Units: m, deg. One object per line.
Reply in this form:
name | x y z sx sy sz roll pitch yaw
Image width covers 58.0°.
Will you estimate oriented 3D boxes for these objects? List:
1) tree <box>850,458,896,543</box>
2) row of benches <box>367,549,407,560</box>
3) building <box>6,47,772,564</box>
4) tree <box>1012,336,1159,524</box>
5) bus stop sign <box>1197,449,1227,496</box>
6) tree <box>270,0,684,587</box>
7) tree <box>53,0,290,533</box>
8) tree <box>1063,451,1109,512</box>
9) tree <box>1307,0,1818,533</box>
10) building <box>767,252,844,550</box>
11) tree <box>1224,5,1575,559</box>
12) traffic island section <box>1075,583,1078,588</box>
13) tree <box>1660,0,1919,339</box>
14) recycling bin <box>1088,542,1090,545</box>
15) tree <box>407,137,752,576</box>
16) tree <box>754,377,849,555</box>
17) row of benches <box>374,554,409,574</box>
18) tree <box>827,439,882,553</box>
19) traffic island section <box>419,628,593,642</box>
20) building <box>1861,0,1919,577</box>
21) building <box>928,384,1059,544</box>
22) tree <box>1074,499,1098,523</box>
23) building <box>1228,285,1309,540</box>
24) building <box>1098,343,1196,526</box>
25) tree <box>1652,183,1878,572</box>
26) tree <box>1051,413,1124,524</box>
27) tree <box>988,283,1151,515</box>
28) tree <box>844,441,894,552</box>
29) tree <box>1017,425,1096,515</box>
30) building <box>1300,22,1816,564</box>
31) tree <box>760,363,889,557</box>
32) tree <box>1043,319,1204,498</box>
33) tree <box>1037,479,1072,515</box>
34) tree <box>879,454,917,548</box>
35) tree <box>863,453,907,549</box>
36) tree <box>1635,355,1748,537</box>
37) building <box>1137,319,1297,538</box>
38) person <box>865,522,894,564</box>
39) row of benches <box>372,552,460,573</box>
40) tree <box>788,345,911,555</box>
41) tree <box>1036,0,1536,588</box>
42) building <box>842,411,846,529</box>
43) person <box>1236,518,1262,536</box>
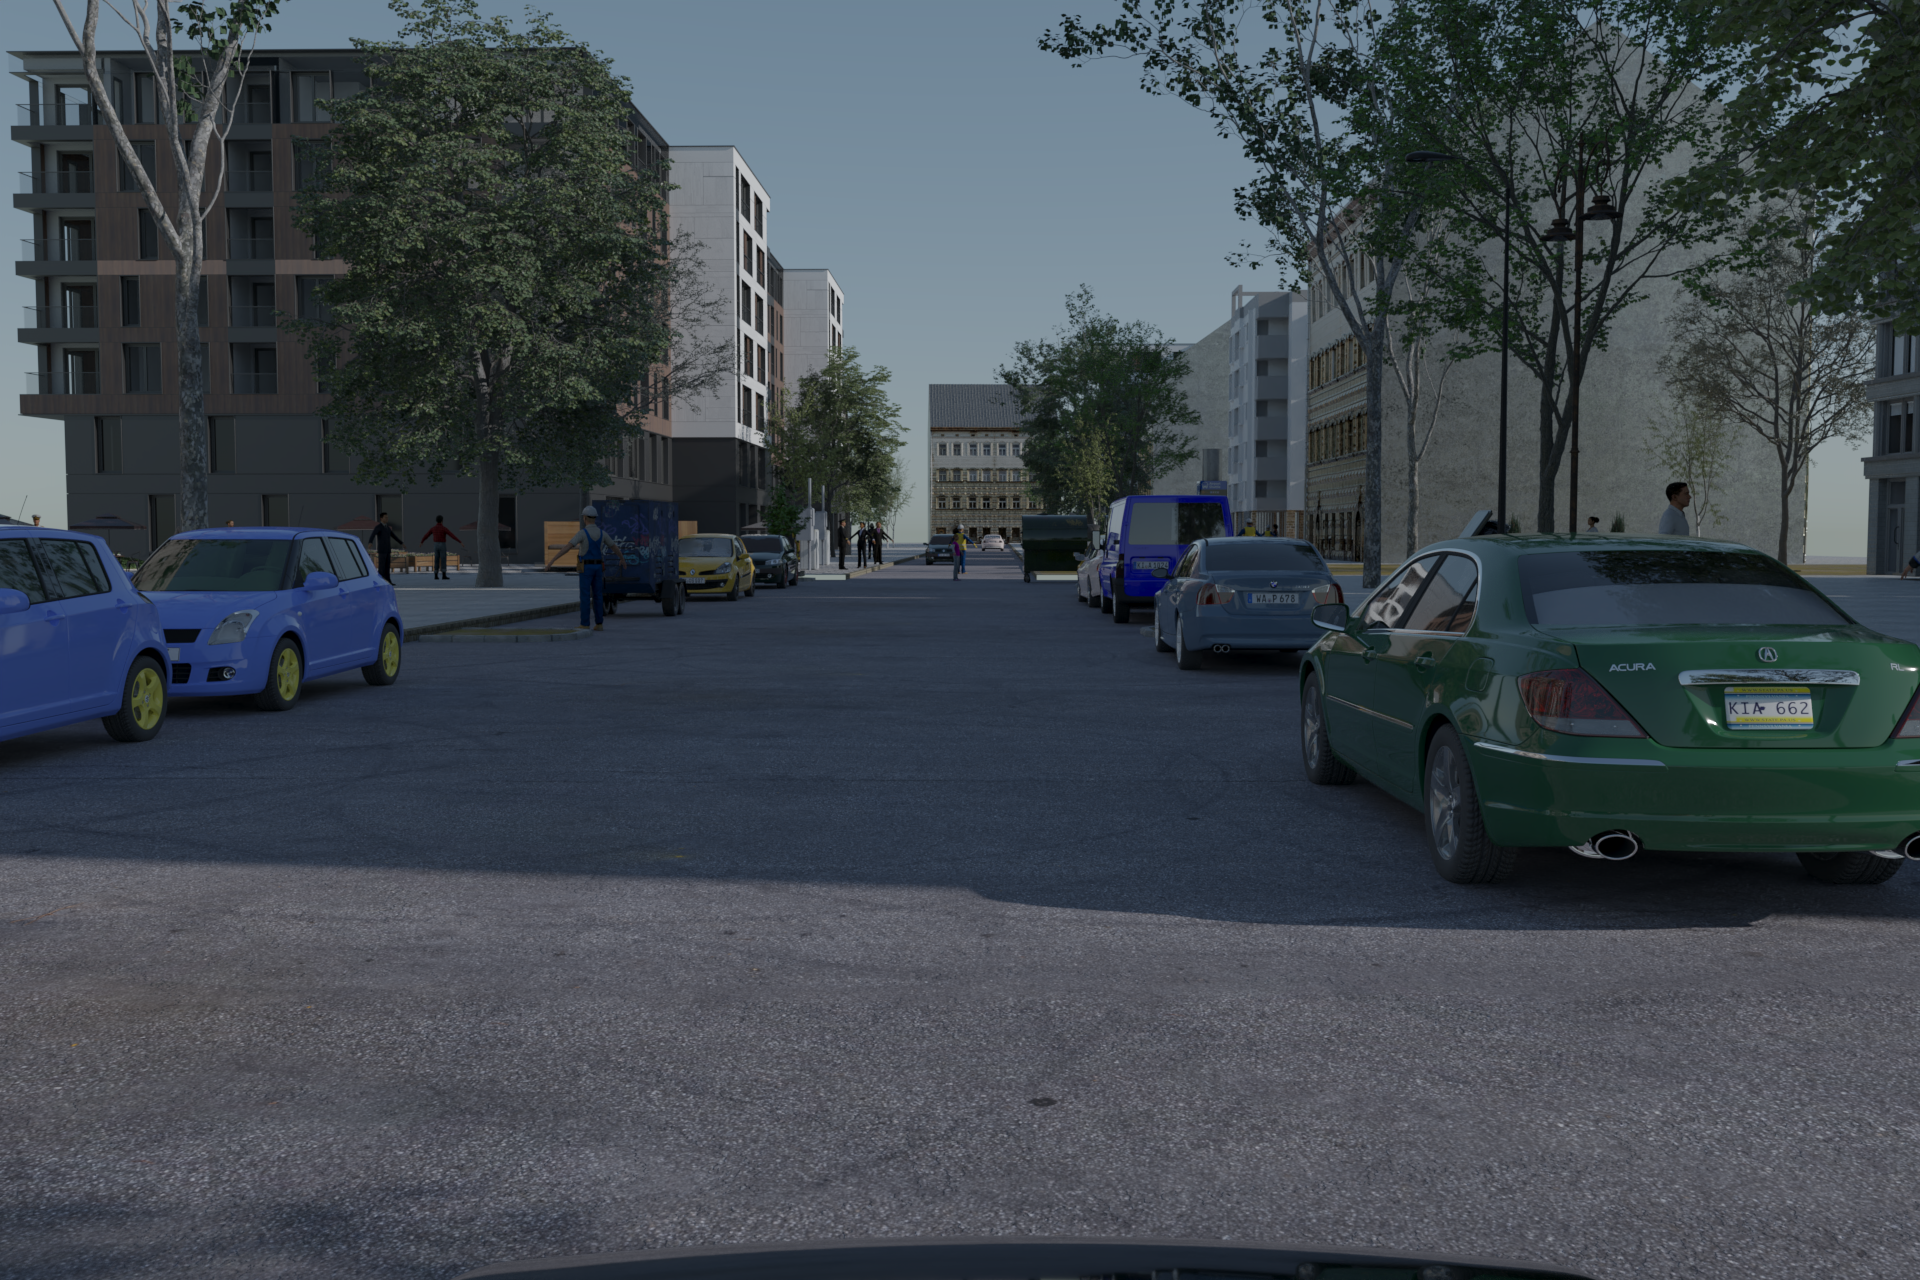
tree | -12.860 -20.333 250.572 7.486 12.596 7.792 0 3 0
row of benches | -23.422 -3.359 70.382 1.422 0.672 4.104 0 4 0
building | -25.839 -15.023 89.603 27.936 21.610 32.646 0 4 1
tree | 8.130 -12.382 109.093 9.857 13.997 8.962 0 3 0
bus stop sign | 7.788 -3.950 53.591 0.837 3.901 0.837 0 4 1
tree | -11.336 -8.260 41.711 9.857 13.997 8.962 0 3 0
tree | -12.965 -10.353 25.165 12.611 20.169 13.585 0 3 0
tree | 8.811 -10.381 120.089 4.737 8.622 4.395 0 3 0
tree | 9.619 -6.232 27.650 9.928 11.665 9.643 0 3 0
building | -24.119 -17.600 131.734 27.936 21.610 32.646 0 4 1
tree | 16.090 -12.701 63.555 12.611 20.169 13.585 0 3 0
traffic island section | 4.128 -1.462 46.769 1.991 0.108 1.994 0 4 1
tree | 8.499 -5.740 11.983 7.486 12.596 7.792 0 3 0
recycling bin | 4.272 -2.737 57.297 0.722 1.027 0.722 0 4 0
tree | -11.636 -8.734 53.168 12.009 13.543 11.850 0 3 0
tree | -7.542 -8.047 81.925 4.737 8.622 4.395 0 3 0
row of benches | -19.790 -2.442 55.395 4.104 0.672 1.422 -1 4 -18
tree | -7.502 -10.091 115.343 4.360 8.622 3.978 0 3 0
traffic island section | -6.169 -0.064 23.909 1.991 0.108 1.994 0 4 1
building | 30.139 -11.925 41.657 8.464 21.280 15.925 0 4 1
building | 4.497 -25.606 252.041 18.063 23.208 19.493 0 4 -2
tree | 20.241 -20.915 248.607 9.857 13.997 8.962 0 3 0
building | 25.727 -16.866 132.178 16.016 20.090 11.380 0 4 1
building | 29.895 -21.892 201.904 27.936 21.610 32.646 0 4 1
tree | 28.232 -9.079 58.810 12.009 13.543 11.850 0 3 0
tree | 7.595 -9.117 99.422 4.737 8.622 4.395 0 3 0
tree | 8.493 -16.983 133.567 12.611 20.169 13.585 0 3 0
tree | -6.912 -10.770 126.454 4.360 8.622 3.978 0 3 0
tree | 9.109 -14.277 159.190 9.928 11.665 9.643 0 3 0
building | 27.548 -15.442 83.413 19.493 23.208 18.063 0 4 2
tree | -7.328 -9.840 95.291 7.601 10.594 8.767 1 4 8
tree | 8.152 -9.745 85.090 9.928 11.665 9.643 0 3 0
tree | 8.893 -11.920 145.250 4.360 8.622 3.978 0 3 0
tree | -6.189 -12.747 158.776 4.360 8.622 3.978 0 3 0
tree | -6.307 -12.390 152.945 4.360 8.622 3.978 0 3 0
tree | 30.024 -7.312 69.908 4.360 8.622 3.978 0 3 0
building | 28.065 -21.122 176.276 19.493 23.208 18.063 0 4 1
person | -3.457 -4.096 73.199 1.346 1.802 0.704 -2 4 -24
row of benches | -18.371 -2.649 58.780 1.422 0.672 4.104 1 4 19
tree | -6.852 -11.401 104.538 7.486 12.596 7.792 0 3 0
tree | 8.700 -11.354 41.529 12.611 20.169 13.585 0 3 0
building | -22.355 -21.822 187.726 19.493 23.208 18.063 0 4 1
person | 10.147 -3.362 60.931 1.349 1.833 0.705 -1 4 -12
